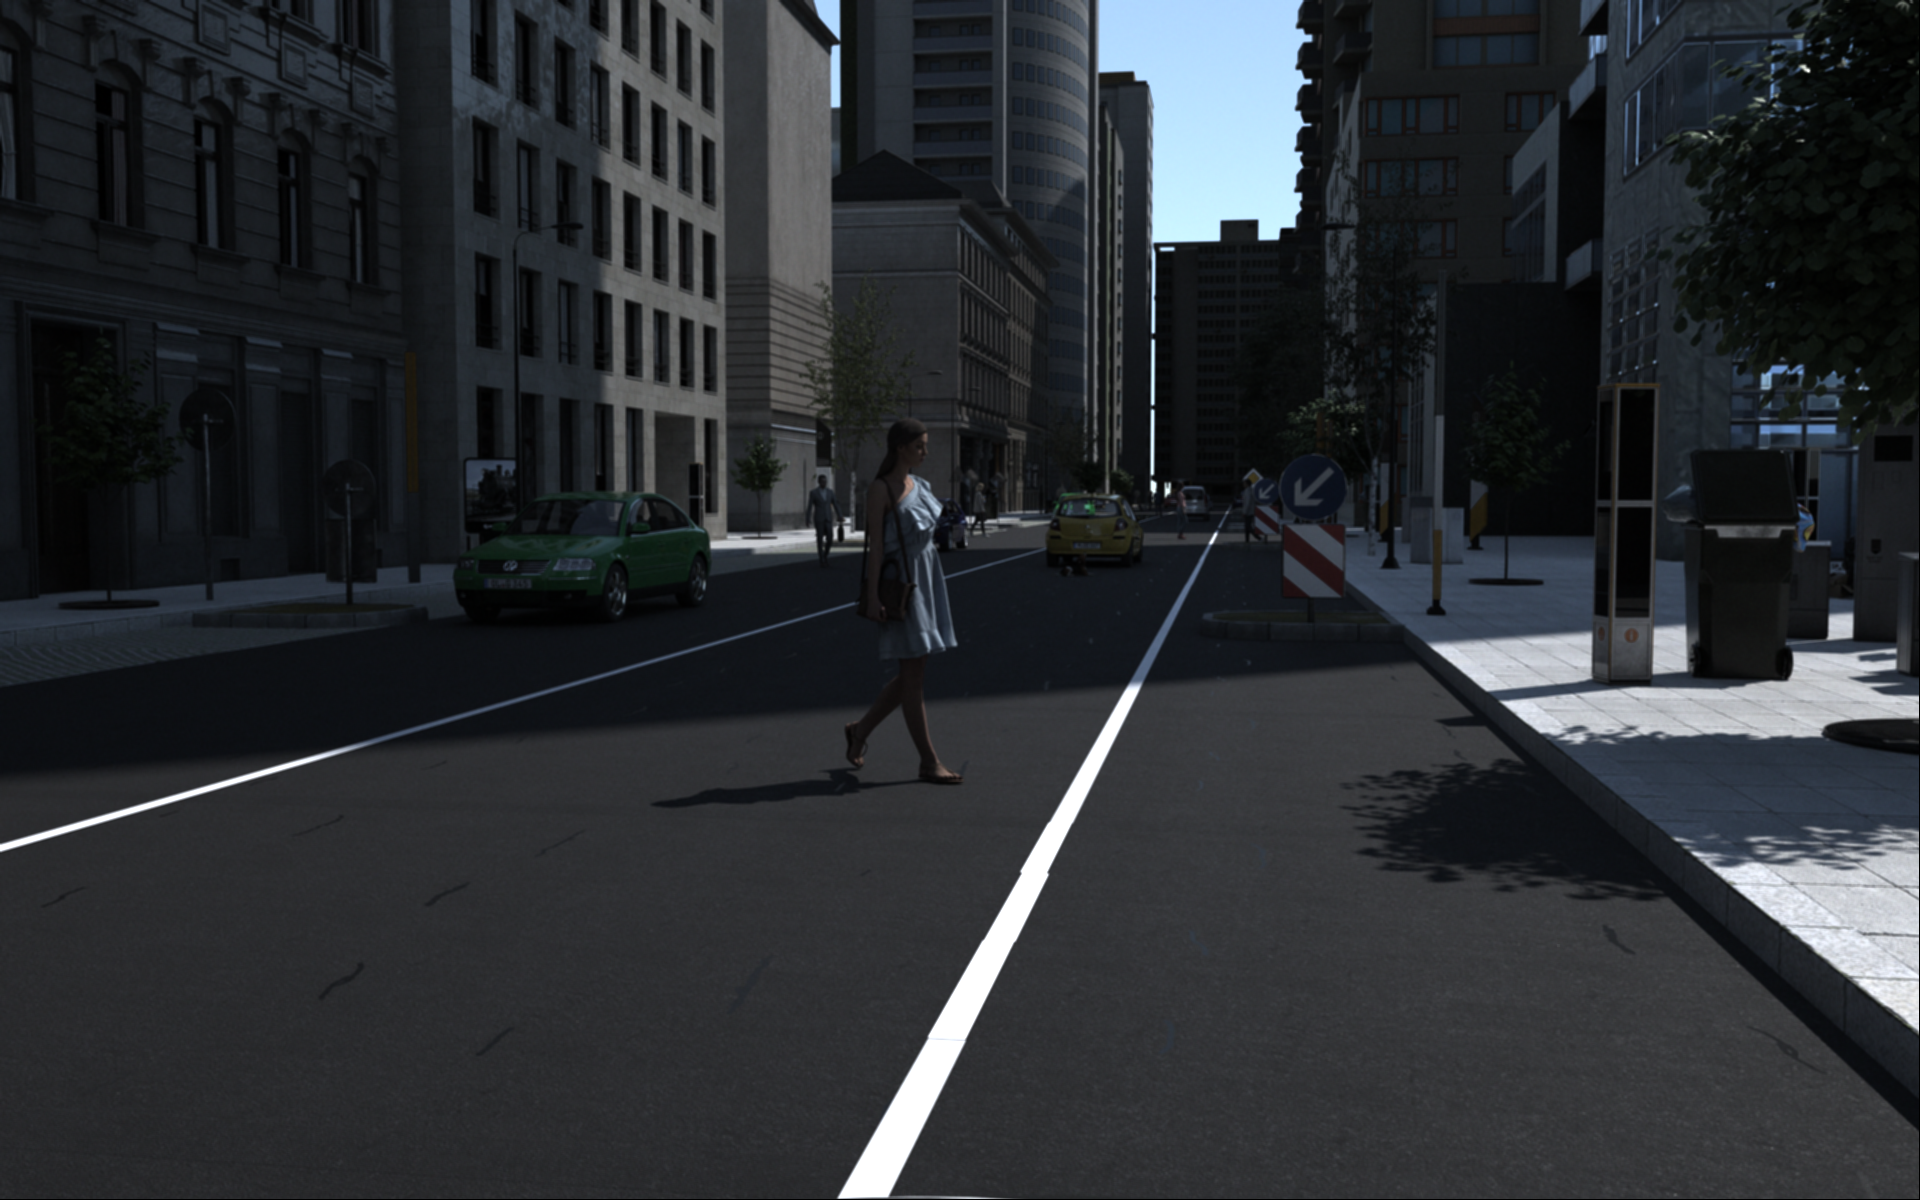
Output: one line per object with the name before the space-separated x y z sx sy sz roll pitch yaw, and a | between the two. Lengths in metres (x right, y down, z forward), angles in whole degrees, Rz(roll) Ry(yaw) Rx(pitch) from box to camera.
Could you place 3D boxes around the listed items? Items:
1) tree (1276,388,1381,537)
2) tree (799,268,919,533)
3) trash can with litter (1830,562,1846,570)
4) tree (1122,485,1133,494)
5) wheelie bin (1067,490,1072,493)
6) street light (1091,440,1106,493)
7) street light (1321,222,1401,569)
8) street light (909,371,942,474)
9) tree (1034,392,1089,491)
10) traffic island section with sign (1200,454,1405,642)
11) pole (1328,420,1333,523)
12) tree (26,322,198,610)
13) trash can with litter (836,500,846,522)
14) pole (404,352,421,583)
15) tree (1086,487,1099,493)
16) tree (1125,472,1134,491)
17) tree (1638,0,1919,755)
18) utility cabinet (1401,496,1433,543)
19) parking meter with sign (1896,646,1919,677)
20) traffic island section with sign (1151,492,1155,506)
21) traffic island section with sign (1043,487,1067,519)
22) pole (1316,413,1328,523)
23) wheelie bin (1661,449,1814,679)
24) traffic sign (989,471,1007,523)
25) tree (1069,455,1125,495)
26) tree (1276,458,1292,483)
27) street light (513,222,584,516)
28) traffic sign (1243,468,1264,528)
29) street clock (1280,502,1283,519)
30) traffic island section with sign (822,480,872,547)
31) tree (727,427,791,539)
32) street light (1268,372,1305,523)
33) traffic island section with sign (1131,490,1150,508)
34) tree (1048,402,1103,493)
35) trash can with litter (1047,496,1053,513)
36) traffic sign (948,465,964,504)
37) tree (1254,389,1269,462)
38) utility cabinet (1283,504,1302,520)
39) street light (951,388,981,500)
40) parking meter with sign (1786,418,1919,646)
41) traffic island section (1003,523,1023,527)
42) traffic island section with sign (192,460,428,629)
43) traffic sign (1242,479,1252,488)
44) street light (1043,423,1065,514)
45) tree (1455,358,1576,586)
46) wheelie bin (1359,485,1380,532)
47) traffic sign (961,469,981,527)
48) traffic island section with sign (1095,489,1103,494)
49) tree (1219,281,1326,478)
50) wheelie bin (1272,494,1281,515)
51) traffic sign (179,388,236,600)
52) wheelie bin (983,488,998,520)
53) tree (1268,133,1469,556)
tree | 11.271 -4.196 52.322 4.285 4.588 4.351 0 3 0
tree | -3.495 -6.547 57.413 4.737 8.622 4.395 0 3 0
trash can with litter | 15.609 -1.152 29.889 2.233 1.210 1.678 -2 4 -32
tree | 19.730 -12.848 204.670 1.663 3.219 1.824 0 3 0
wheelie bin | 7.929 -7.261 126.630 0.693 1.594 0.980 1 4 20
street light | 11.831 -10.773 148.681 1.470 5.913 1.316 1 4 9
street light | 6.874 -3.497 29.713 1.470 5.913 1.316 1 4 9
street light | -1.364 -5.697 65.692 1.470 5.913 1.316 1 4 9
tree | 7.377 -10.636 124.268 4.360 8.622 3.978 0 3 0
traffic island section with sign | 3.503 -0.567 17.897 1.989 1.847 2.006 1 4 9
pole | 10.229 -3.309 47.951 0.158 3.312 0.155 0 3 0
tree | -9.705 -1.520 19.447 1.663 3.219 1.824 0 3 0
trash can with litter | -5.655 -4.086 78.189 0.624 1.170 1.055 2 4 34
pole | -7.905 -1.905 24.991 0.158 3.312 0.155 0 3 0
tree | 12.158 -10.012 158.294 1.663 3.219 1.824 0 3 0
tree | 18.148 -13.136 198.480 4.285 4.588 4.351 0 3 0
tree | 5.265 -1.530 8.733 4.285 4.588 4.351 0 3 0
utility cabinet | 12.010 -2.098 45.462 1.020 1.237 0.306 -3 4 -39
parking meter with sign | 7.532 -0.962 11.996 1.738 3.016 0.543 1 4 13
traffic island section with sign | 22.375 -11.909 203.342 1.989 1.847 2.006 1 4 9
traffic island section with sign | 5.918 -5.620 100.515 1.989 1.847 2.006 1 4 9
pole | 9.041 -3.036 43.483 0.158 3.312 0.155 0 3 0
wheelie bin | 5.451 -0.264 12.224 0.980 1.594 0.693 1 4 11
traffic sign | 1.676 -4.420 75.911 0.795 2.450 0.064 1 4 9
tree | 10.692 -9.885 145.332 4.285 4.588 4.351 0 3 0
tree | 17.756 -5.992 92.574 1.663 3.219 1.824 0 3 0
street light | -7.105 -3.500 29.768 1.470 5.913 1.316 1 4 9
traffic sign | 11.218 -3.831 66.282 0.795 2.450 0.064 1 4 9
street clock | 16.578 -5.155 88.857 0.358 2.002 0.471 3 5 43
traffic island section with sign | -2.621 -2.358 47.173 1.989 1.847 2.006 1 4 9
tree | -5.815 -3.375 49.785 1.663 3.219 1.824 0 3 0
street light | 12.557 -5.717 66.020 1.470 5.913 1.316 1 4 9
traffic island section with sign | 18.120 -10.281 176.723 1.989 1.847 2.006 1 4 9
tree | 9.206 -11.465 137.814 4.737 8.622 4.395 0 3 0
trash can with litter | 6.242 -6.627 119.735 0.624 1.170 1.055 -1 4 -16
traffic sign | -0.102 -4.737 77.452 0.884 2.594 0.081 1 4 14
tree | 15.945 -8.061 82.158 4.360 8.622 3.978 0 3 0
utility cabinet | 16.600 -4.595 86.284 1.020 1.237 0.306 3 5 40
street light | 0.209 -6.325 75.962 1.470 5.913 1.316 1 4 9
parking meter with sign | 8.164 -1.149 15.050 1.738 3.016 0.543 2 4 26
traffic island section | 1.652 -3.284 75.976 2.009 0.180 2.903 1 4 9
traffic island section with sign | -7.080 -0.652 19.293 1.989 1.847 2.006 1 4 9
traffic sign | 12.480 -4.313 74.167 0.795 2.450 0.064 1 4 9
street light | 6.159 -8.575 112.747 1.470 5.913 1.316 1 4 9
tree | 7.950 -1.842 24.717 1.663 3.219 1.824 0 3 0
wheelie bin | 13.999 -3.108 58.719 0.980 1.594 0.693 0 4 1
traffic sign | 0.414 -3.938 68.025 0.795 2.450 0.064 1 4 9
traffic island section with sign | 10.302 -7.296 127.925 1.989 1.847 2.006 1 4 9
tree | 20.605 -12.113 104.699 9.857 13.997 8.962 0 3 0
wheelie bin | 19.877 -6.160 108.626 0.693 1.594 0.980 1 4 22
traffic sign | -9.067 -1.269 20.855 0.768 2.556 0.104 1 4 12
wheelie bin | 1.562 -4.842 87.081 0.693 1.594 0.980 3 4 37
tree | 8.617 -5.248 36.167 4.360 8.622 3.978 0 3 0
